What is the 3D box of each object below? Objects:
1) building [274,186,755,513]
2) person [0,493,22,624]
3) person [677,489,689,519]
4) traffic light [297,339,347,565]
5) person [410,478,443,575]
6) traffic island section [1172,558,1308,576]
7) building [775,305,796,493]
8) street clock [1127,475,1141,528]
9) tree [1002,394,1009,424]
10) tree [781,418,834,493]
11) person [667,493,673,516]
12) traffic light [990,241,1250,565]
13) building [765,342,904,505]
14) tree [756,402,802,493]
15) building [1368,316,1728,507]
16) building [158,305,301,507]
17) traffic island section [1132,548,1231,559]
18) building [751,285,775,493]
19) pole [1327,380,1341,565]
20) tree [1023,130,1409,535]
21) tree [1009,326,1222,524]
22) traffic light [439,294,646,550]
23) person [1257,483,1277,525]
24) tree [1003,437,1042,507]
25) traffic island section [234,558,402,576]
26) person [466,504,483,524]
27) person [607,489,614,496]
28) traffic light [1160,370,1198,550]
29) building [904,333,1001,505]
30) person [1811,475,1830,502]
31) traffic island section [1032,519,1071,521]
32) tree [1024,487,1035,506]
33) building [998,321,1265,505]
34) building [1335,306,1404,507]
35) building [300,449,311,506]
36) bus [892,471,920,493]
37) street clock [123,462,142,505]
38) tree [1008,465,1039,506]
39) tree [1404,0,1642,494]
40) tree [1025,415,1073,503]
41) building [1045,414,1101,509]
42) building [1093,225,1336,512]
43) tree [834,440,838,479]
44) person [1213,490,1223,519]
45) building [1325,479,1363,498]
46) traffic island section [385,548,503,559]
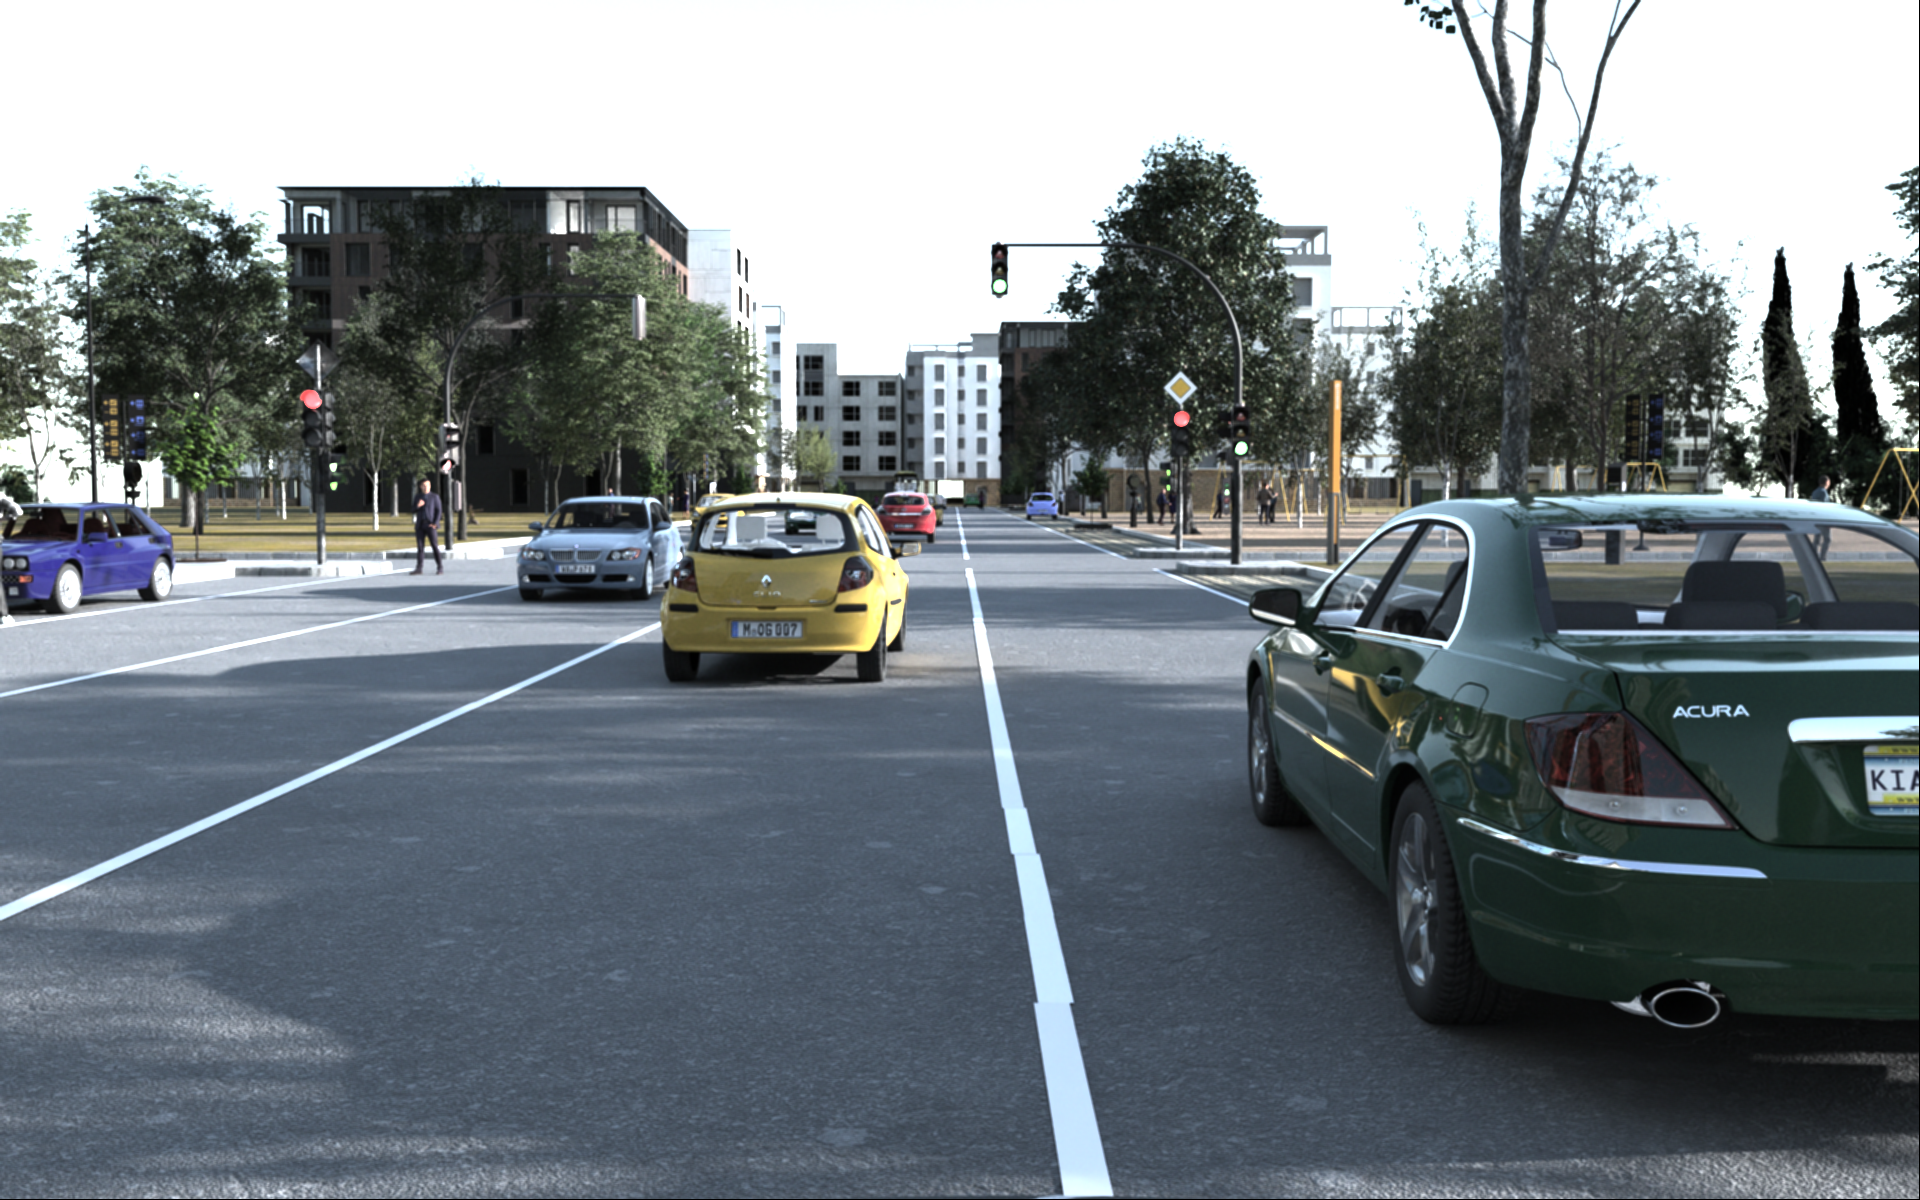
[{"bbox_3d":[-31.426,-17.587,131.519,27.936,21.610,32.646,0,4,0],"label":"building"},{"bbox_3d":[-10.756,-0.599,19.016,0.841,1.734,0.376,-2,4,-26],"label":"person"},{"bbox_3d":[-13.983,-4.847,87.662,0.453,1.535,0.546,2,4,31],"label":"person"},{"bbox_3d":[-11.620,-2.602,31.462,0.839,4.253,0.868,0,4,0],"label":"traffic light"},{"bbox_3d":[-9.507,-1.310,30.840,0.541,1.710,0.530,1,4,15],"label":"person"},{"bbox_3d":[5.061,-0.573,31.649,2.009,0.180,2.903,0,4,0],"label":"traffic island section"},{"bbox_3d":[-23.045,-19.763,179.537,11.380,20.091,16.016,0,4,0],"label":"building"},{"bbox_3d":[6.645,-3.773,66.260,0.471,2.002,0.358,-1,4,-23],"label":"street clock"},{"bbox_3d":[7.315,-9.478,89.381,8.767,10.594,7.601,-2,4,-28],"label":"tree"},{"bbox_3d":[-15.290,-13.107,164.665,4.737,8.622,4.395,0,3,0],"label":"tree"},{"bbox_3d":[-17.137,-5.649,102.320,0.435,1.345,0.340,1,4,12],"label":"person"},{"bbox_3d":[2.929,-3.469,31.386,4.771,5.953,1.251,0,4,0],"label":"traffic light"},{"bbox_3d":[-22.684,-21.038,210.432,31.486,18.905,16.747,0,4,0],"label":"building"},{"bbox_3d":[-14.251,-11.421,137.098,4.360,8.622,3.978,0,3,0],"label":"tree"},{"bbox_3d":[60.229,-19.188,180.186,31.486,18.905,16.747,0,4,0],"label":"building"},{"bbox_3d":[-74.075,-19.778,179.787,11.380,20.091,16.016,0,4,0],"label":"building"},{"bbox_3d":[5.033,-1.061,39.634,2.009,0.180,2.903,0,4,0],"label":"traffic island section"},{"bbox_3d":[-25.352,-18.209,154.133,16.016,20.091,11.380,0,4,0],"label":"building"},{"bbox_3d":[6.744,-2.286,31.215,0.158,3.312,0.155,0,3,0],"label":"pole"},{"bbox_3d":[7.093,-8.430,54.845,9.611,12.733,9.660,0,3,0],"label":"tree"},{"bbox_3d":[8.007,-8.558,74.331,8.767,10.594,7.601,-3,4,-36],"label":"tree"},{"bbox_3d":[-9.557,-3.965,39.489,4.771,5.953,1.251,0,4,0],"label":"traffic light"},{"bbox_3d":[12.762,-3.996,71.903,0.750,1.759,0.617,-3,5,-42],"label":"person"},{"bbox_3d":[6.723,-13.916,177.886,4.737,8.622,4.395,0,3,0],"label":"tree"},{"bbox_3d":[-11.661,-0.570,31.596,2.009,0.180,2.903,0,4,0],"label":"traffic island section"},{"bbox_3d":[-20.444,-3.609,72.975,0.695,0.859,0.347,-1,4,-16],"label":"person"},{"bbox_3d":[-13.578,-3.581,67.285,0.600,1.496,0.574,2,4,27],"label":"person"},{"bbox_3d":[4.993,-3.095,39.520,0.839,4.253,0.868,0,4,0],"label":"traffic light"},{"bbox_3d":[-0.925,-21.580,209.248,11.380,20.091,16.016,0,4,0],"label":"building"},{"bbox_3d":[17.459,-1.614,35.013,0.434,1.807,0.598,1,4,16],"label":"person"},{"bbox_3d":[4.842,-4.218,91.836,1.991,0.108,1.994,0,4,0],"label":"traffic island section"},{"bbox_3d":[7.708,-12.042,191.489,1.663,3.219,1.824,0,3,0],"label":"tree"},{"bbox_3d":[21.144,-22.712,215.308,32.646,21.610,27.936,0,4,0],"label":"building"},{"bbox_3d":[38.660,-19.820,180.474,11.380,20.091,16.016,0,4,0],"label":"building"},{"bbox_3d":[-54.361,-14.755,183.384,28.070,9.664,9.099,0,4,0],"label":"building"},{"bbox_3d":[-5.752,-11.907,186.218,2.896,3.916,12.252,0,4,-1],"label":"bus"},{"bbox_3d":[-18.453,-2.086,38.673,0.358,2.002,0.471,0,4,-1],"label":"street clock"},{"bbox_3d":[6.819,-12.421,186.800,4.285,4.588,4.351,0,3,0],"label":"tree"},{"bbox_3d":[6.738,-10.158,21.978,12.611,20.169,13.585,0,3,0],"label":"tree"},{"bbox_3d":[6.675,-10.586,123.441,4.360,8.622,3.978,0,3,0],"label":"tree"},{"bbox_3d":[13.804,-14.204,174.382,9.099,9.664,28.070,0,4,0],"label":"building"},{"bbox_3d":[17.873,-16.511,126.370,16.016,20.091,11.380,0,4,0],"label":"building"},{"bbox_3d":[-14.300,-13.979,178.924,4.737,8.622,4.395,0,3,0],"label":"tree"},{"bbox_3d":[13.629,-5.007,90.604,0.600,1.496,0.574,3,5,45],"label":"person"},{"bbox_3d":[51.532,-16.200,207.024,28.070,9.664,9.099,0,4,0],"label":"building"},{"bbox_3d":[-11.688,-1.058,39.581,2.009,0.180,2.903,0,4,0],"label":"traffic island section"}]
